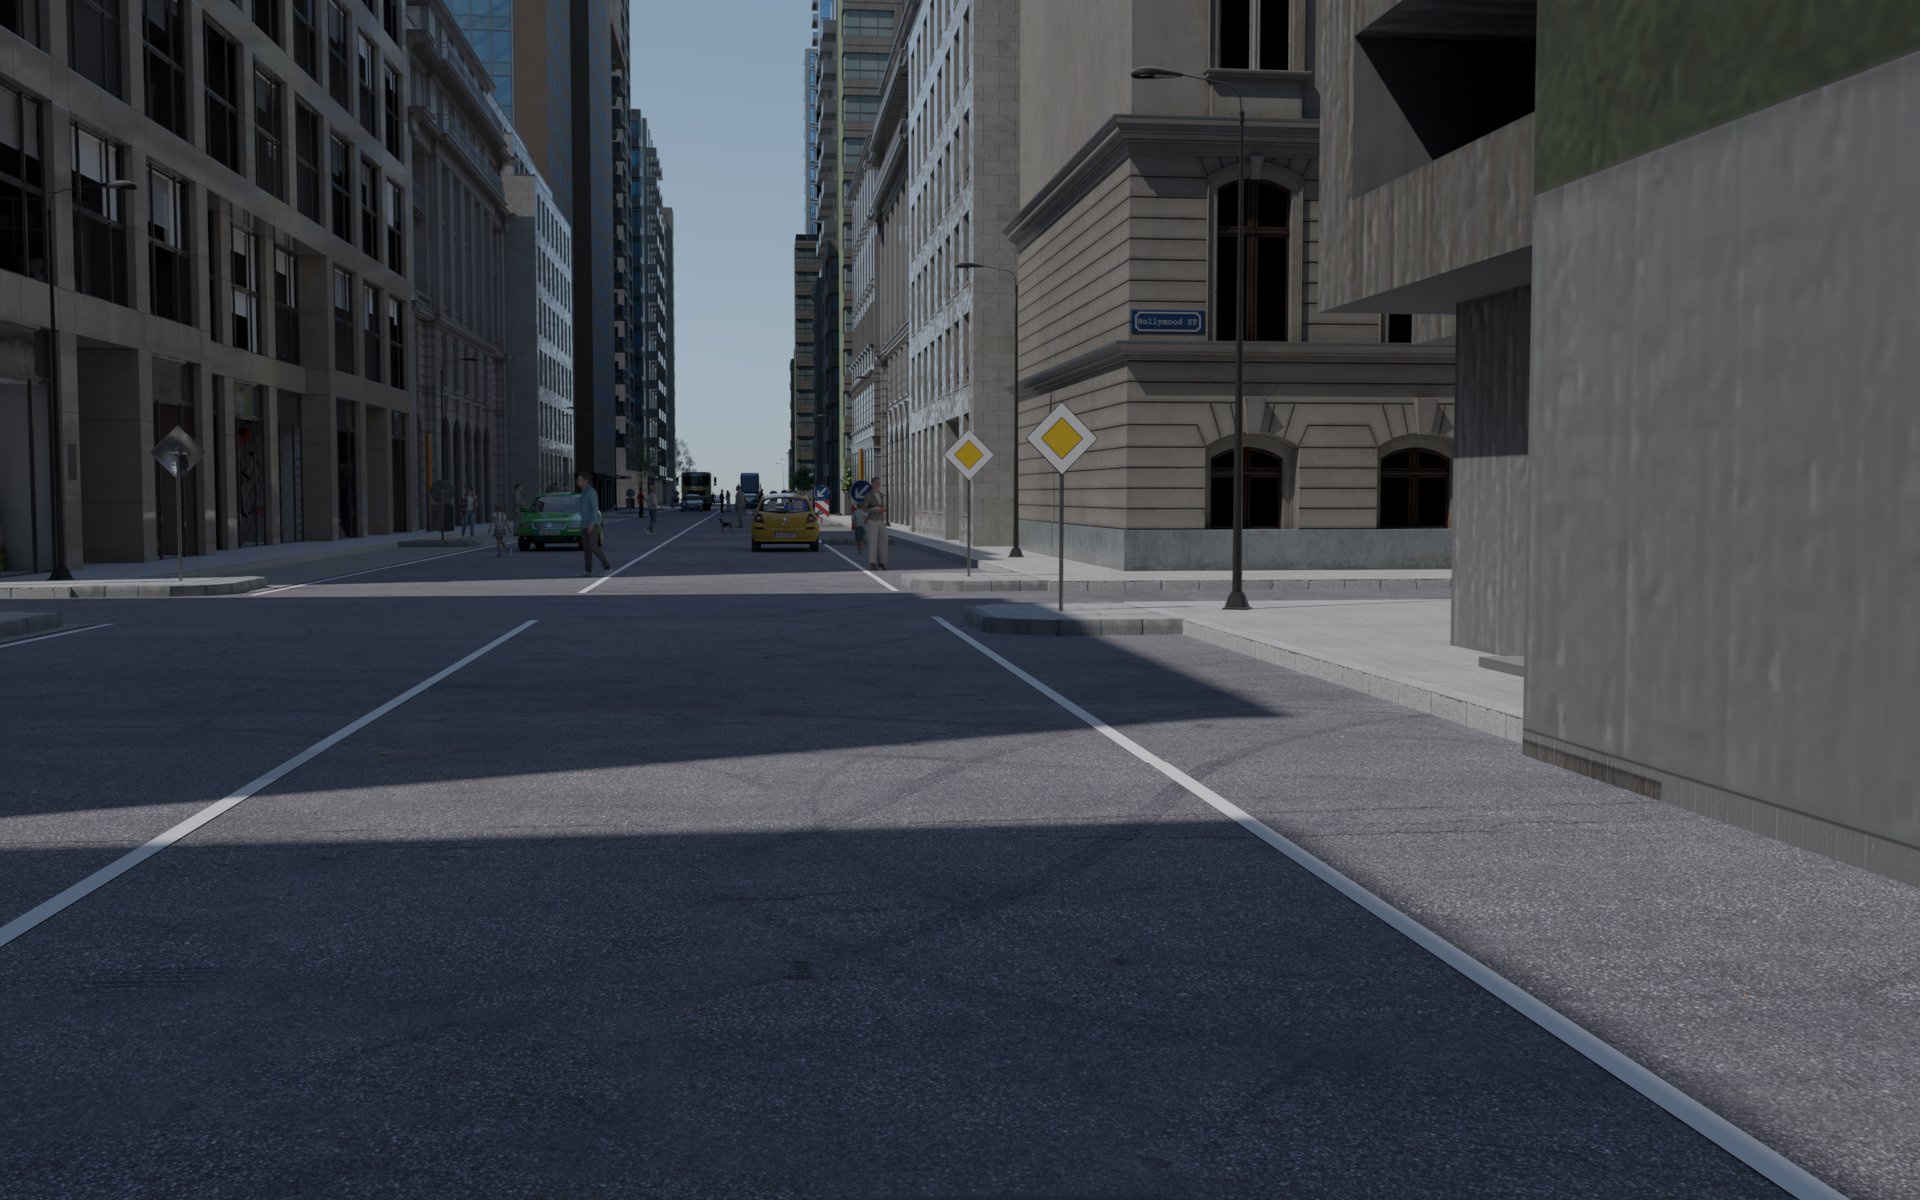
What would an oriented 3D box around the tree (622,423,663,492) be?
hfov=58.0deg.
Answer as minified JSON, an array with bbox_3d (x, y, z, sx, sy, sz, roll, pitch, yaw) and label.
[{"bbox_3d":[-32.505,-13.847,176.759,4.360,8.622,3.978,0,3,0],"label":"tree"}]

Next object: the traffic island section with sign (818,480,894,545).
[{"bbox_3d":[-2.963,-2.507,49.619,1.989,1.847,2.006,0,4,-7],"label":"traffic island section with sign"}]

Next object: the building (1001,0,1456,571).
[{"bbox_3d":[18.904,-13.215,35.147,34.723,24.649,14.460,0,4,-7],"label":"building"}]

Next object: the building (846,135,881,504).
[{"bbox_3d":[-0.685,-14.930,93.253,9.793,20.994,18.267,0,4,-7],"label":"building"}]

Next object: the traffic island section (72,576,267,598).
[{"bbox_3d":[-11.498,-0.198,25.512,2.009,0.180,2.903,0,4,-7],"label":"traffic island section"}]

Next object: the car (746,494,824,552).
[{"bbox_3d":[-4.490,-2.094,44.466,2.015,1.641,3.980,0,4,-6],"label":"car"}]

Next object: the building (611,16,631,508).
[{"bbox_3d":[-41.593,-30.673,156.132,22.147,44.769,28.867,0,4,-7],"label":"building"}]

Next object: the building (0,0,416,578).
[{"bbox_3d":[-25.887,-14.391,39.811,19.350,26.468,34.151,0,4,-7],"label":"building"}]

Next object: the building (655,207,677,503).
[{"bbox_3d":[-46.759,-33.983,239.211,14.154,41.232,14.086,0,4,-7],"label":"building"}]

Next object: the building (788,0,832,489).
[{"bbox_3d":[-12.982,-56.981,244.311,22.319,86.520,31.000,0,4,-7],"label":"building"}]

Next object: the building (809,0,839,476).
[{"bbox_3d":[-2.038,-33.221,162.776,23.786,49.044,30.456,0,4,-7],"label":"building"}]

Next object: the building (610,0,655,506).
[{"bbox_3d":[-44.487,-45.994,190.259,20.563,71.187,20.611,0,4,-7],"label":"building"}]

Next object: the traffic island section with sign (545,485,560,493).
[{"bbox_3d":[-17.530,-4.040,74.686,1.989,1.847,2.006,0,4,-7],"label":"traffic island section with sign"}]

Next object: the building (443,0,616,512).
[{"bbox_3d":[-34.658,-29.676,135.308,14.600,45.320,14.200,0,4,-7],"label":"building"}]

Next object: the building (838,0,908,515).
[{"bbox_3d":[-0.887,-26.181,111.662,14.154,41.232,14.086,0,4,-7],"label":"building"}]

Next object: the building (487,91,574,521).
[{"bbox_3d":[-26.363,-14.407,90.300,10.420,20.320,16.860,0,4,-7],"label":"building"}]

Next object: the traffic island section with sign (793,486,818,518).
[{"bbox_3d":[-6.236,-4.144,76.375,1.989,1.847,2.006,0,4,-7],"label":"traffic island section with sign"}]

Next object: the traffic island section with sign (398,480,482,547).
[{"bbox_3d":[-14.188,-2.371,47.396,1.989,1.847,2.006,0,4,-7],"label":"traffic island section with sign"}]

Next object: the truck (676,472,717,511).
[{"bbox_3d":[-23.146,-9.547,152.019,3.469,3.379,9.791,-1,4,-9],"label":"truck"}]

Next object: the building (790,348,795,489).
[{"bbox_3d":[-7.063,-22.744,216.901,27.650,21.520,28.899,0,4,-7],"label":"building"}]

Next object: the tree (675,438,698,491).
[{"bbox_3d":[-42.520,-19.800,258.139,7.601,10.594,8.767,0,4,1],"label":"tree"}]

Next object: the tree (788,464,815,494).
[{"bbox_3d":[-16.552,-12.288,184.620,4.285,4.588,4.351,0,3,0],"label":"tree"}]

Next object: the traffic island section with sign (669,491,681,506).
[{"bbox_3d":[-33.597,-12.067,205.921,1.989,1.847,2.006,0,4,-7],"label":"traffic island section with sign"}]

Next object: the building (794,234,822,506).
[{"bbox_3d":[-11.566,-25.857,194.456,14.160,30.474,14.107,0,4,-7],"label":"building"}]

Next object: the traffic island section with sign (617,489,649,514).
[{"bbox_3d":[-23.624,-7.086,124.481,1.989,1.847,2.006,0,4,-7],"label":"traffic island section with sign"}]

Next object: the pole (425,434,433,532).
[{"bbox_3d":[-17.926,-3.953,58.467,0.158,3.312,0.155,0,3,0],"label":"pole"}]

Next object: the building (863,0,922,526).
[{"bbox_3d":[3.422,-14.059,71.671,13.314,21.916,24.055,0,4,-7],"label":"building"}]

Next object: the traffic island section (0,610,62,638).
[{"bbox_3d":[-10.528,0.287,17.586,2.009,0.180,2.903,0,4,-7],"label":"traffic island section"}]

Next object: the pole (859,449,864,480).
[{"bbox_3d":[-4.417,-5.122,77.582,0.158,3.312,0.155,0,3,0],"label":"pole"}]

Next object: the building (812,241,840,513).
[{"bbox_3d":[2.957,-17.694,134.344,27.650,21.520,28.899,0,4,-7],"label":"building"}]

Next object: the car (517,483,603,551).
[{"bbox_3d":[-10.389,-2.223,45.141,1.959,1.807,4.718,0,4,-5],"label":"car"}]

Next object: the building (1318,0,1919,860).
[{"bbox_3d":[9.804,-14.667,11.515,14.160,30.474,14.107,0,4,-7],"label":"building"}]

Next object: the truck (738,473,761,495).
[{"bbox_3d":[-25.683,-13.625,212.529,2.967,4.110,18.799,0,4,-8],"label":"truck"}]

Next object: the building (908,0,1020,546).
[{"bbox_3d":[4.454,-11.980,50.618,10.420,20.320,16.860,0,4,-7],"label":"building"}]

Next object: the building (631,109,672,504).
[{"bbox_3d":[-48.500,-36.484,216.121,23.786,49.044,30.456,0,4,-7],"label":"building"}]

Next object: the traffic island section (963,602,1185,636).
[{"bbox_3d":[1.128,0.201,19.002,2.009,0.180,2.903,0,4,-7],"label":"traffic island section"}]

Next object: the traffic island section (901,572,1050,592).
[{"bbox_3d":[0.157,-0.284,26.928,2.009,0.180,2.903,0,4,-7],"label":"traffic island section"}]

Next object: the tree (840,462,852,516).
[{"bbox_3d":[-6.700,-6.682,103.845,1.663,3.219,1.824,0,3,0],"label":"tree"}]

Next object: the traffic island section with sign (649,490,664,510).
[{"bbox_3d":[-26.951,-8.743,151.583,1.989,1.847,2.006,0,4,-7],"label":"traffic island section with sign"}]

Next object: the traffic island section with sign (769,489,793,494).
[{"bbox_3d":[-15.610,-8.828,152.962,1.989,1.847,2.006,0,4,-7],"label":"traffic island section with sign"}]

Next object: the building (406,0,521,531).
[{"bbox_3d":[-25.822,-13.910,69.223,13.314,21.916,24.055,0,4,-7],"label":"building"}]
